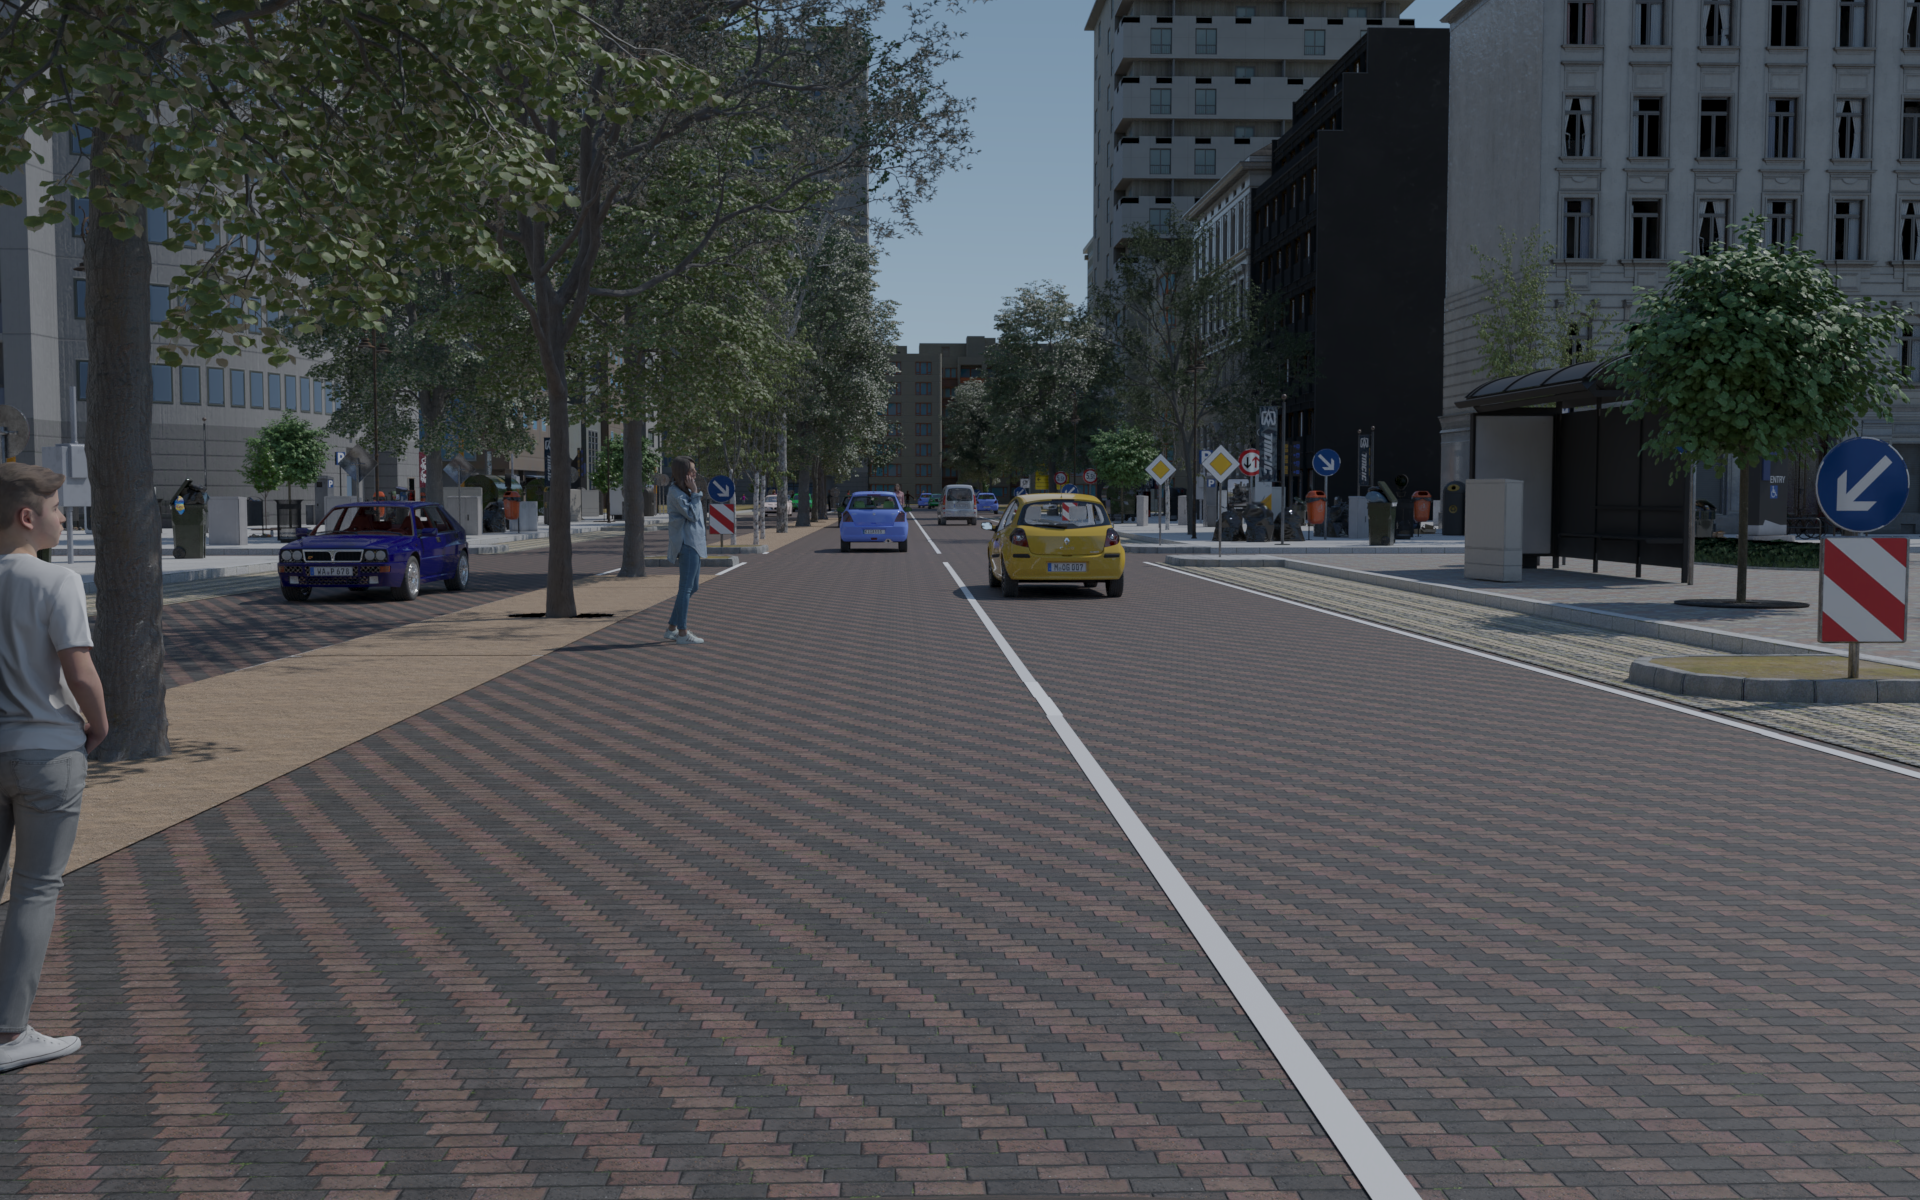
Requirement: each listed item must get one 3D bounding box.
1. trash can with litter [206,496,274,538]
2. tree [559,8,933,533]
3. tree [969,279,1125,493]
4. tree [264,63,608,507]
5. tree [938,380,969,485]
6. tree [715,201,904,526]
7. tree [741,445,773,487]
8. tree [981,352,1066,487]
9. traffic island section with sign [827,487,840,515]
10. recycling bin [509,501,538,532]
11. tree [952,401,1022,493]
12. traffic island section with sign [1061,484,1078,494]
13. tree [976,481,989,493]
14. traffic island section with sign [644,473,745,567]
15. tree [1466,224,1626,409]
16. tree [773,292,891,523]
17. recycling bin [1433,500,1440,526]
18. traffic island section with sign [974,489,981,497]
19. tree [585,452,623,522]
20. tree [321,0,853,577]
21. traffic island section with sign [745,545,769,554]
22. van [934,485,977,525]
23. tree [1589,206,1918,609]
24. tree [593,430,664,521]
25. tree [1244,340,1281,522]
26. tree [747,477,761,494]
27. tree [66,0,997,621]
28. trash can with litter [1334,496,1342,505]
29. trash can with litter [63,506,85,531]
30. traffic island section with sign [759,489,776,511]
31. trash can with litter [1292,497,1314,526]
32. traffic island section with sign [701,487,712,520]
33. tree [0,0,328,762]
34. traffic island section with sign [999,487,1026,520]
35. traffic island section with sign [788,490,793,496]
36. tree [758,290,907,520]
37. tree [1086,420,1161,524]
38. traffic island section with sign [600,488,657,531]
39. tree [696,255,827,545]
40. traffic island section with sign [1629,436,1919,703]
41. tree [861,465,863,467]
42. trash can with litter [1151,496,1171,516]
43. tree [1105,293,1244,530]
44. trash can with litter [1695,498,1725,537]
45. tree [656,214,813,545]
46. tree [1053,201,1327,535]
[{"bbox_3d":[-21.191,-2.452,51.146,2.233,1.210,1.678,0,4,0],"label":"trash can with litter"},{"bbox_3d":[-7.777,-12.566,63.799,12.611,20.169,13.585,0,3,0],"label":"tree"},{"bbox_3d":[5.560,-11.963,102.253,9.857,13.997,8.962,0,3,0],"label":"tree"},{"bbox_3d":[-15.286,-8.795,50.460,9.857,13.997,8.962,0,3,0],"label":"tree"},{"bbox_3d":[2.204,-17.097,186.195,9.857,13.997,8.962,0,3,0],"label":"tree"},{"bbox_3d":[-6.932,-10.210,76.042,9.857,13.997,8.962,0,3,0],"label":"tree"},{"bbox_3d":[-19.963,-14.877,177.645,8.767,10.594,7.601,3,4,38],"label":"tree"},{"bbox_3d":[5.198,-13.277,135.198,7.486,12.596,7.792,0,3,0],"label":"tree"},{"bbox_3d":[-8.510,-6.687,117.473,2.006,1.907,1.989,0,4,-2],"label":"traffic island section with sign"},{"bbox_3d":[-15.038,-2.881,59.656,0.722,1.027,0.722,-3,5,-44],"label":"recycling bin"},{"bbox_3d":[3.063,-13.746,159.155,8.767,10.594,7.601,2,4,34],"label":"tree"},{"bbox_3d":[4.106,-3.613,67.697,1.989,1.847,2.006,0,4,-2],"label":"traffic island section with sign"},{"bbox_3d":[2.513,-12.231,194.582,1.663,3.219,1.824,0,3,0],"label":"tree"},{"bbox_3d":[-5.505,-1.642,34.982,2.006,1.907,1.989,0,4,-2],"label":"traffic island section with sign"},{"bbox_3d":[15.612,-5.921,47.173,4.737,8.622,4.395,0,3,0],"label":"tree"},{"bbox_3d":[-7.204,-9.684,86.547,9.928,11.665,9.643,0,3,0],"label":"tree"},{"bbox_3d":[19.621,-3.515,70.022,0.722,1.027,0.722,-1,4,-16],"label":"recycling bin"},{"bbox_3d":[1.302,-8.329,144.803,1.989,1.847,2.006,0,4,-2],"label":"traffic island section with sign"},{"bbox_3d":[-16.197,-5.187,79.416,1.663,3.219,1.824,0,3,0],"label":"tree"},{"bbox_3d":[-5.760,-6.689,29.944,7.486,12.596,7.792,0,3,0],"label":"tree"},{"bbox_3d":[-5.765,-2.095,42.385,2.006,1.907,1.989,0,4,-2],"label":"traffic island section with sign"},{"bbox_3d":[-0.149,-4.493,80.474,2.013,2.044,4.112,0,4,-4],"label":"van"},{"bbox_3d":[8.974,-2.216,19.952,4.285,4.588,4.351,0,3,0],"label":"tree"},{"bbox_3d":[-15.903,-6.072,82.995,4.285,4.588,4.351,0,3,0],"label":"tree"},{"bbox_3d":[12.784,-7.842,78.583,4.360,8.622,3.978,0,3,0],"label":"tree"},{"bbox_3d":[-20.075,-10.798,171.153,1.663,3.219,1.824,0,3,0],"label":"tree"},{"bbox_3d":[-4.579,-6.524,19.488,12.009,13.543,11.850,0,3,0],"label":"tree"},{"bbox_3d":[12.870,-2.951,59.301,1.678,1.210,2.233,0,4,6],"label":"trash can with litter"},{"bbox_3d":[-31.262,-3.021,60.451,1.678,1.210,2.233,0,4,3],"label":"trash can with litter"},{"bbox_3d":[-15.668,-8.311,144.515,1.989,1.847,2.006,0,4,-2],"label":"traffic island section with sign"},{"bbox_3d":[13.756,-3.518,68.900,1.055,1.170,0.624,2,4,32],"label":"trash can with litter"},{"bbox_3d":[-13.862,-5.274,94.863,1.989,1.847,2.006,0,4,-2],"label":"traffic island section with sign"},{"bbox_3d":[-4.655,-5.437,9.475,7.486,12.596,7.792,0,3,0],"label":"tree"},{"bbox_3d":[3.125,-5.261,94.644,1.989,1.847,2.006,0,4,-2],"label":"traffic island section with sign"},{"bbox_3d":[-16.659,-9.959,171.452,1.989,1.847,2.006,0,4,-2],"label":"traffic island section with sign"},{"bbox_3d":[-7.776,-10.819,96.351,9.611,12.733,9.660,0,3,0],"label":"tree"},{"bbox_3d":[7.132,-5.599,75.257,4.285,4.588,4.351,0,3,0],"label":"tree"},{"bbox_3d":[-12.867,-3.600,67.492,1.989,1.847,2.006,0,4,-2],"label":"traffic island section with sign"},{"bbox_3d":[-5.774,-5.870,48.797,4.360,8.622,3.978,0,3,0],"label":"tree"},{"bbox_3d":[6.102,-0.252,12.744,1.989,1.847,2.006,0,4,-2],"label":"traffic island section with sign"},{"bbox_3d":[-8.380,-11.278,104.972,7.486,12.596,7.792,0,3,0],"label":"tree"},{"bbox_3d":[11.496,-5.522,101.346,1.678,1.210,2.233,1,4,20],"label":"trash can with litter"},{"bbox_3d":[7.346,-6.812,61.733,4.360,8.622,3.978,0,3,0],"label":"tree"},{"bbox_3d":[19.747,-2.101,45.734,1.055,1.170,0.624,-2,4,-31],"label":"trash can with litter"},{"bbox_3d":[-5.791,-5.586,44.153,4.737,8.622,4.395,0,3,0],"label":"tree"},{"bbox_3d":[7.312,-7.356,54.675,8.767,10.594,7.601,0,4,-4],"label":"tree"}]
